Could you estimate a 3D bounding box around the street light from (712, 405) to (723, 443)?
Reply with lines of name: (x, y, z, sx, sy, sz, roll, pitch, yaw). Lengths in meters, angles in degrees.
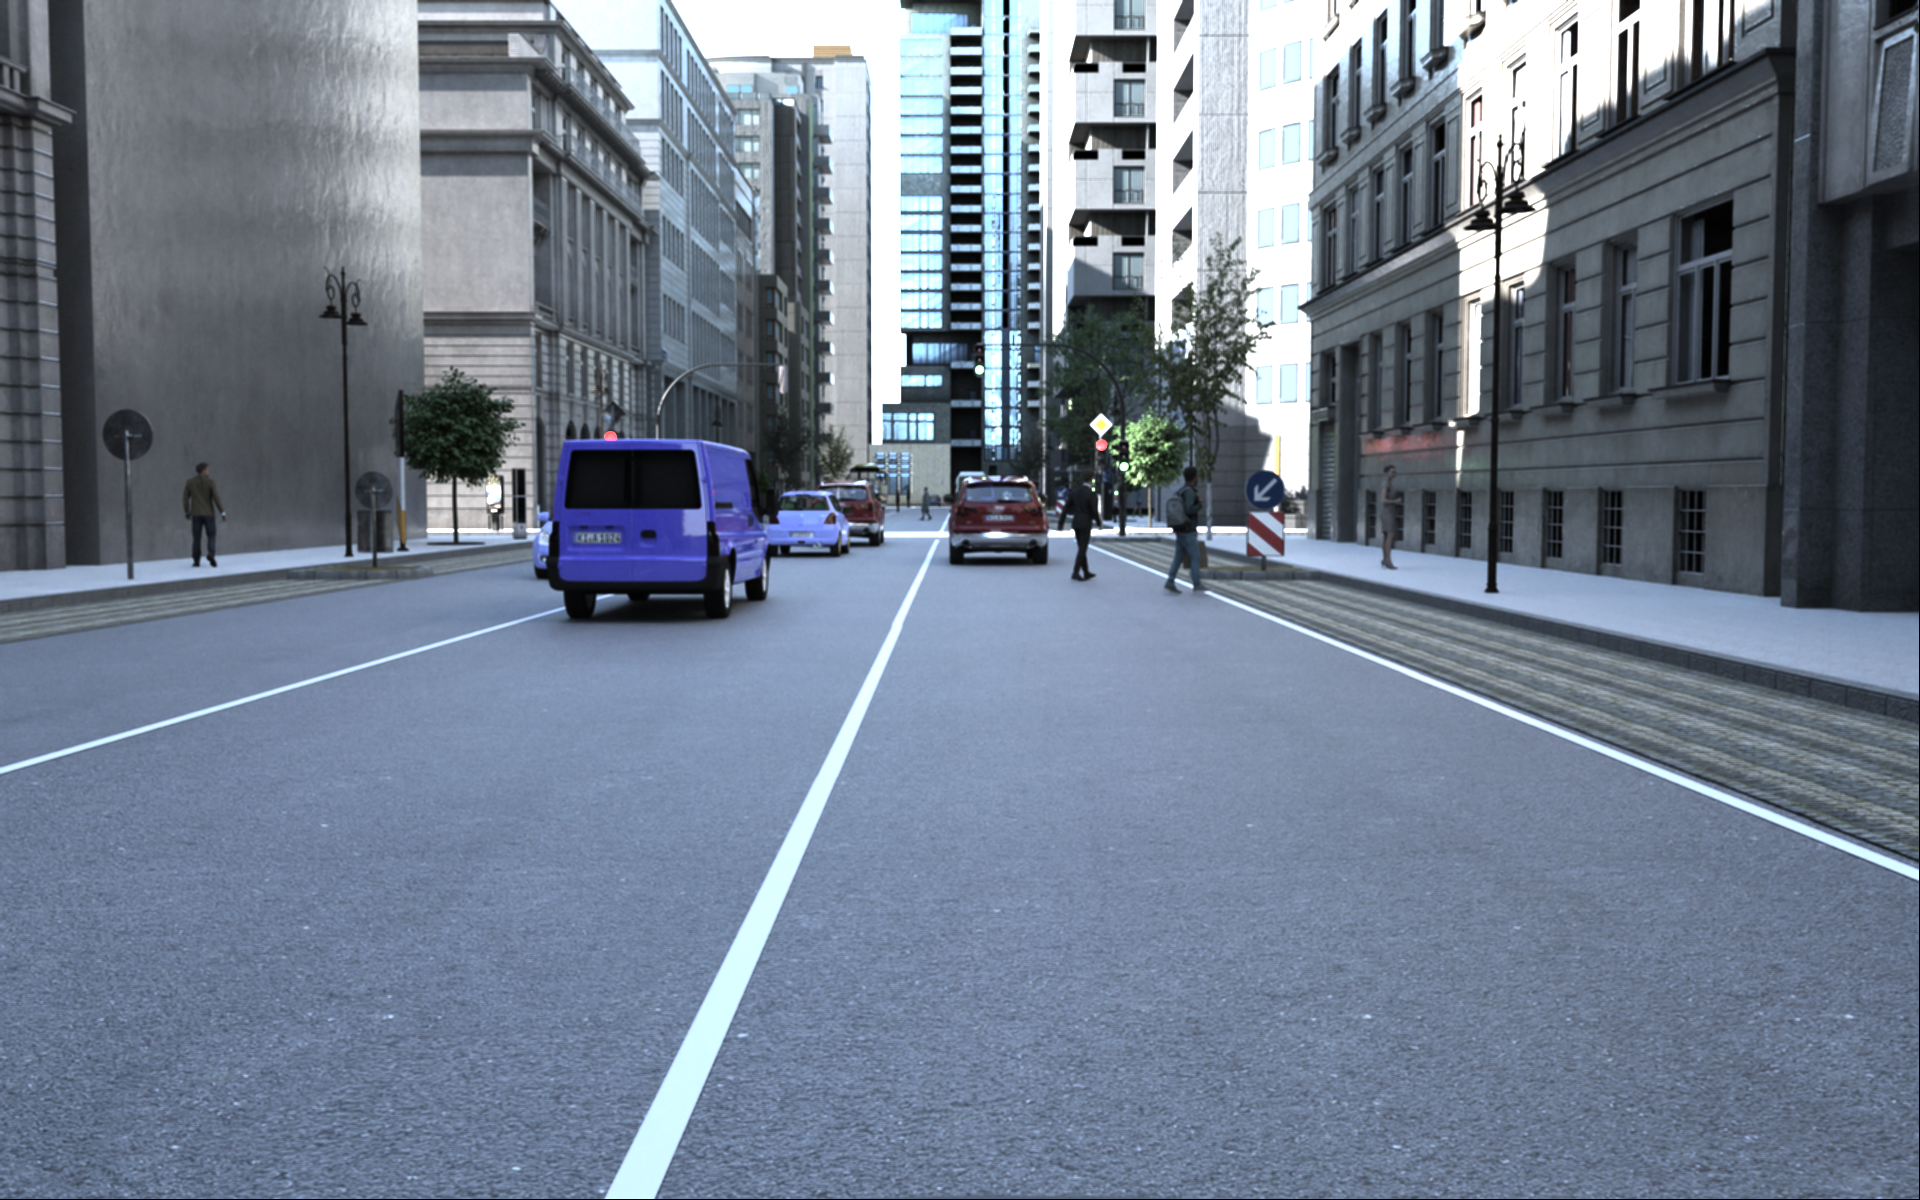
street light: (-12.526, -7.144, 89.595, 0.468, 5.910, 1.993, 0, 3, 0)

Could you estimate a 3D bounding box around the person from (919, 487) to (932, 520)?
person: (-1.908, -5.295, 95.175, 0.767, 1.812, 0.694, 0, 4, -6)

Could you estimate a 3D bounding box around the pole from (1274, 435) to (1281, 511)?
pole: (10.992, -4.044, 59.967, 0.158, 3.312, 0.155, 0, 3, 0)

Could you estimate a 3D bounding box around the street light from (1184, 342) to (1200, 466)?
street light: (6.953, -4.848, 52.050, 0.468, 5.910, 1.993, 0, 3, 0)

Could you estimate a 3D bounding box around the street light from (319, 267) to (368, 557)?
street light: (-12.542, -3.828, 35.377, 0.468, 5.910, 1.993, 0, 3, 0)

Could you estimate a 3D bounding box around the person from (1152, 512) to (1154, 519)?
person: (10.220, -5.075, 89.120, 0.778, 1.811, 0.616, -2, 4, -33)

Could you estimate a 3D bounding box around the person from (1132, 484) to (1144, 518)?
person: (9.735, -5.425, 94.764, 0.654, 1.822, 0.581, 2, 4, 23)

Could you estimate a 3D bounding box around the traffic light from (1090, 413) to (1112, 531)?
traffic light: (4.892, -4.372, 60.398, 0.839, 4.253, 0.868, 0, 3, 0)

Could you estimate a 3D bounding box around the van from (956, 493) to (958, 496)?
van: (0.936, -5.763, 98.615, 2.240, 2.365, 5.245, 0, 4, -2)

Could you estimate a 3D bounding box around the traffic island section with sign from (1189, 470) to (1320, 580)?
traffic island section with sign: (4.957, -1.278, 29.520, 1.989, 1.847, 2.006, 0, 3, 0)

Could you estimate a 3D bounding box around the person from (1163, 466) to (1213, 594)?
person: (3.255, -0.993, 24.723, 0.713, 1.824, 0.794, 0, 4, 7)

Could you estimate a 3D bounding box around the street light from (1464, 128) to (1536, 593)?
street light: (6.930, -3.034, 22.397, 0.468, 5.910, 1.993, 0, 3, 0)

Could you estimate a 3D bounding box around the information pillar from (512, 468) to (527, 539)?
information pillar: (-12.563, -2.746, 49.382, 0.304, 2.012, 0.304, -3, 4, -36)

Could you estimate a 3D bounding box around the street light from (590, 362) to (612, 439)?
street light: (-12.547, -5.376, 60.690, 0.468, 5.910, 1.993, 0, 3, 0)

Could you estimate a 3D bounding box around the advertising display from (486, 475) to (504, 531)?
advertising display: (-16.023, -3.334, 59.719, 0.123, 1.923, 0.974, -3, 5, -45)

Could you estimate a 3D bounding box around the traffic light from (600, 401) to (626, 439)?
traffic light: (-10.465, -3.882, 52.389, 0.839, 4.253, 0.868, 0, 3, 0)

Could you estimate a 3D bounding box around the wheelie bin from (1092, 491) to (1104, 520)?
wheelie bin: (6.771, -4.737, 85.353, 0.693, 1.594, 0.980, -1, 4, -20)

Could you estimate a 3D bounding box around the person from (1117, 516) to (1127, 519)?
person: (8.462, -4.912, 90.619, 0.640, 1.303, 0.475, 2, 4, 29)

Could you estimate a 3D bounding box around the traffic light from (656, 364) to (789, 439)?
traffic light: (-8.378, -5.244, 60.410, 4.771, 5.953, 1.251, 0, 3, 0)

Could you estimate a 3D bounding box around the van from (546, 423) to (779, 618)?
van: (-3.579, -1.056, 21.652, 2.240, 2.365, 5.245, 0, 4, 1)

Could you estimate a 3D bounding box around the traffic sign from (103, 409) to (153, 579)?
traffic sign: (-12.511, -1.587, 26.051, 0.768, 2.556, 0.104, 0, 4, 2)

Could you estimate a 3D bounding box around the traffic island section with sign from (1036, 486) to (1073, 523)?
traffic island section with sign: (4.916, -4.738, 86.101, 1.989, 1.847, 2.006, 0, 3, 0)

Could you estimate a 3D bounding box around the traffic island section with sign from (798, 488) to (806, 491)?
traffic island section with sign: (-10.214, -6.340, 112.292, 1.989, 1.847, 2.006, 0, 3, 0)

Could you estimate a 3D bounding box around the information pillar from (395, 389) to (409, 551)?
information pillar: (-12.612, -2.916, 39.038, 0.183, 3.616, 0.504, -2, 4, -29)

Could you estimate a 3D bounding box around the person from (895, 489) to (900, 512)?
person: (-5.048, -8.009, 139.579, 0.705, 1.807, 1.348, 0, 4, -2)

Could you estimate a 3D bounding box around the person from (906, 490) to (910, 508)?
person: (-5.428, -10.562, 180.824, 0.705, 1.869, 1.348, 0, 4, 3)

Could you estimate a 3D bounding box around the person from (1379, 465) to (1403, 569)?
person: (7.412, -1.433, 29.806, 0.374, 1.781, 0.599, 1, 4, 22)

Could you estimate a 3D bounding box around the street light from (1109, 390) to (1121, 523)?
street light: (6.939, -6.397, 77.384, 0.468, 5.910, 1.993, 0, 3, 0)

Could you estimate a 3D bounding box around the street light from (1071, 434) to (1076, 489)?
street light: (6.932, -8.165, 106.289, 0.468, 5.910, 1.993, 0, 3, 0)

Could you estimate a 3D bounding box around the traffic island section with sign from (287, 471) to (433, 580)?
traffic island section with sign: (-10.173, -1.287, 29.663, 1.989, 1.847, 2.006, 0, 3, 0)

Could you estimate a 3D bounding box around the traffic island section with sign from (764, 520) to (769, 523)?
traffic island section with sign: (-10.188, -4.678, 85.112, 1.989, 1.847, 2.006, 0, 3, 0)

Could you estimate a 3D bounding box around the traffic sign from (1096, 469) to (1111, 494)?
traffic sign: (6.894, -5.114, 83.717, 0.768, 2.556, 0.104, 0, 4, 3)

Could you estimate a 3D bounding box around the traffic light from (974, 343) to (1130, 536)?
traffic light: (2.804, -4.746, 52.271, 4.771, 5.953, 1.251, 0, 3, 0)

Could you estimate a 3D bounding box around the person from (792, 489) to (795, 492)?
person: (-10.485, -6.166, 109.804, 0.515, 1.767, 0.782, 2, 4, 28)

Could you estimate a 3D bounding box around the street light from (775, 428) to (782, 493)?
street light: (-12.502, -8.947, 119.078, 0.468, 5.910, 1.993, 0, 3, 0)

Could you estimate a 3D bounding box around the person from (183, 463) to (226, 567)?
person: (-13.336, -1.507, 30.593, 0.656, 1.842, 0.836, -3, 5, -39)

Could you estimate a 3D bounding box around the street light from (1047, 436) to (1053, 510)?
street light: (6.961, -9.933, 135.195, 0.468, 5.910, 1.993, 0, 3, 0)

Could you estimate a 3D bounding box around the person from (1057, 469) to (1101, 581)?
person: (2.081, -1.251, 28.727, 0.755, 1.850, 0.659, -3, 5, -44)

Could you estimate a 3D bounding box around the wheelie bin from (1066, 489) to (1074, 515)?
wheelie bin: (6.846, -5.893, 104.253, 0.980, 1.594, 0.693, 0, 4, 7)
